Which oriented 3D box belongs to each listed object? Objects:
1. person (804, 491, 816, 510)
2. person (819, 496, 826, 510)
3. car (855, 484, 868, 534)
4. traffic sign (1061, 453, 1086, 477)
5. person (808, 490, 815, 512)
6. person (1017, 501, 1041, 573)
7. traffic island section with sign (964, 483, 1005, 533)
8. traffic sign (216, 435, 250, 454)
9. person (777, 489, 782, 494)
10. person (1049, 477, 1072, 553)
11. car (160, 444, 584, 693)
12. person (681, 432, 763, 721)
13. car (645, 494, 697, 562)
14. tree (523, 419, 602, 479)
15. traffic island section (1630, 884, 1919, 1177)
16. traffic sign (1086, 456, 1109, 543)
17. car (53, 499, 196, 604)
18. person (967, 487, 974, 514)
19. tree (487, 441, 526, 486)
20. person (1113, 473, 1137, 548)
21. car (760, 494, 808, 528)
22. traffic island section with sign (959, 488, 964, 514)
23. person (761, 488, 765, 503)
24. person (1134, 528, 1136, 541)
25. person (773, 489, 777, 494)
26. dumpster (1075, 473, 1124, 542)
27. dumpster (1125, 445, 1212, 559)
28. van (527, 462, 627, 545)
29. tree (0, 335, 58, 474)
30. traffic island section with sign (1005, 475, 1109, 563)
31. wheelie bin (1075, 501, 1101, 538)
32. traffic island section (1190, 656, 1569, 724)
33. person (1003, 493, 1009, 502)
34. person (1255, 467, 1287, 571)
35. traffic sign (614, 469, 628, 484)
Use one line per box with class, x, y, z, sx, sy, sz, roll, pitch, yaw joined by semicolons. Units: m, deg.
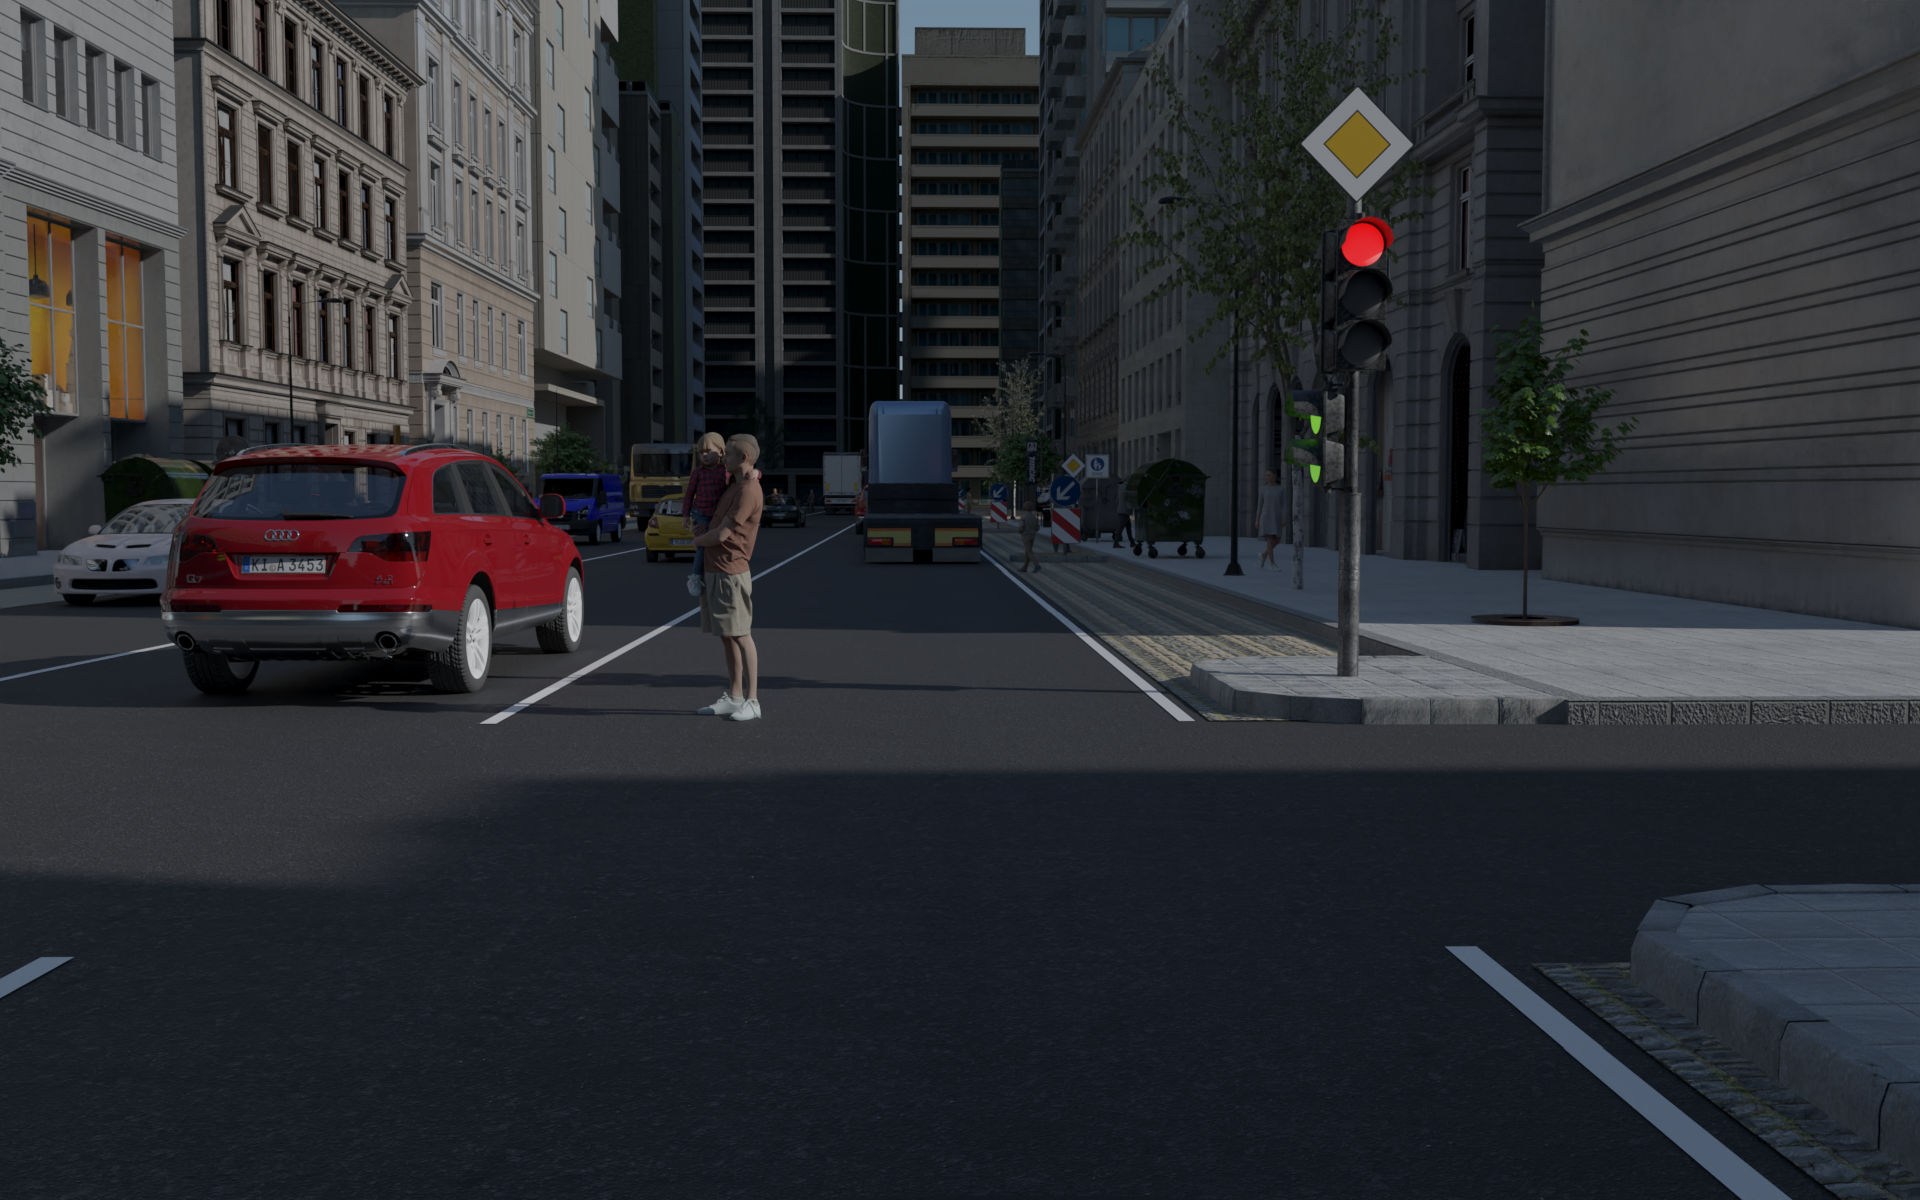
person;-13.334;-8.838;153.725;1.217;1.735;0.721;2;4;33
person;-11.852;-8.784;152.832;1.217;1.743;0.721;1;4;18
car;-2.725;-3.337;63.229;2.281;1.827;5.304;0;4;0
traffic sign;3.688;-3.446;56.078;0.795;2.593;0.064;0;4;7
person;-11.572;-7.672;134.496;0.434;1.755;0.990;2;4;32
person;1.234;-1.137;31.357;0.640;1.303;0.475;3;5;43
traffic island section with sign;1.278;-3.382;63.917;1.989;1.847;2.006;0;4;-2
traffic sign;-15.712;-2.286;37.481;0.768;2.556;0.104;0;4;1
person;-10.452;-5.639;101.411;0.721;1.735;1.217;-1;4;-10
person;2.455;-2.024;41.392;0.655;1.846;0.447;-2;4;-23
car;-4.482;-0.326;14.011;2.281;1.827;5.304;0;3;0
person;-1.503;-0.165;11.167;0.580;1.828;0.573;1;4;17
car;-5.784;-1.690;37.854;2.015;1.641;3.980;0;4;-1
tree;-17.471;-5.658;76.216;4.285;4.588;4.351;0;3;0
traffic island section;2.985;1.104;4.237;2.009;0.180;2.903;0;4;-2
traffic sign;3.575;-2.630;45.127;0.606;2.300;0.079;0;4;1
car;-10.843;-0.723;24.177;2.083;1.381;4.827;0;4;-3
person;0.585;-5.787;103.122;0.705;1.824;1.348;-1;4;-11
tree;-16.805;-4.210;63.437;1.663;3.219;1.824;0;3;0
person;3.999;-2.122;41.141;0.834;1.777;0.661;-2;4;-24
car;-7.641;-3.982;74.885;2.009;1.686;4.222;0;4;0
traffic island section with sign;-0.162;-6.475;114.502;1.989;1.847;2.006;0;4;-2
person;-9.479;-4.454;81.715;0.661;1.777;0.834;3;5;44
person;5.024;-2.513;47.385;0.529;1.795;0.600;2;4;30
person;-10.418;-5.380;97.185;1.217;1.743;0.721;1;4;13
dumpster;3.834;-2.534;47.193;1.264;1.857;1.865;0;4;-2
dumpster;4.209;-1.992;35.063;1.502;2.255;1.985;0;4;-2
van;-11.075;-2.803;50.214;2.240;2.365;5.245;0;4;-1
tree;-16.068;-2.660;27.207;4.285;4.588;4.351;0;3;0
traffic island section with sign;2.069;-1.724;36.808;1.989;1.847;2.006;0;4;-2
wheelie bin;3.762;-2.608;50.555;0.693;1.594;0.980;-3;5;-41
traffic island section;2.757;0.615;12.219;2.009;0.180;2.903;0;4;-2
person;3.413;-7.759;132.888;0.705;1.826;1.348;-3;4;-36
person;5.178;-1.358;28.991;0.466;1.731;0.760;-2;4;-24
traffic sign;-16.985;-5.288;86.564;0.768;2.556;0.104;0;4;-1
